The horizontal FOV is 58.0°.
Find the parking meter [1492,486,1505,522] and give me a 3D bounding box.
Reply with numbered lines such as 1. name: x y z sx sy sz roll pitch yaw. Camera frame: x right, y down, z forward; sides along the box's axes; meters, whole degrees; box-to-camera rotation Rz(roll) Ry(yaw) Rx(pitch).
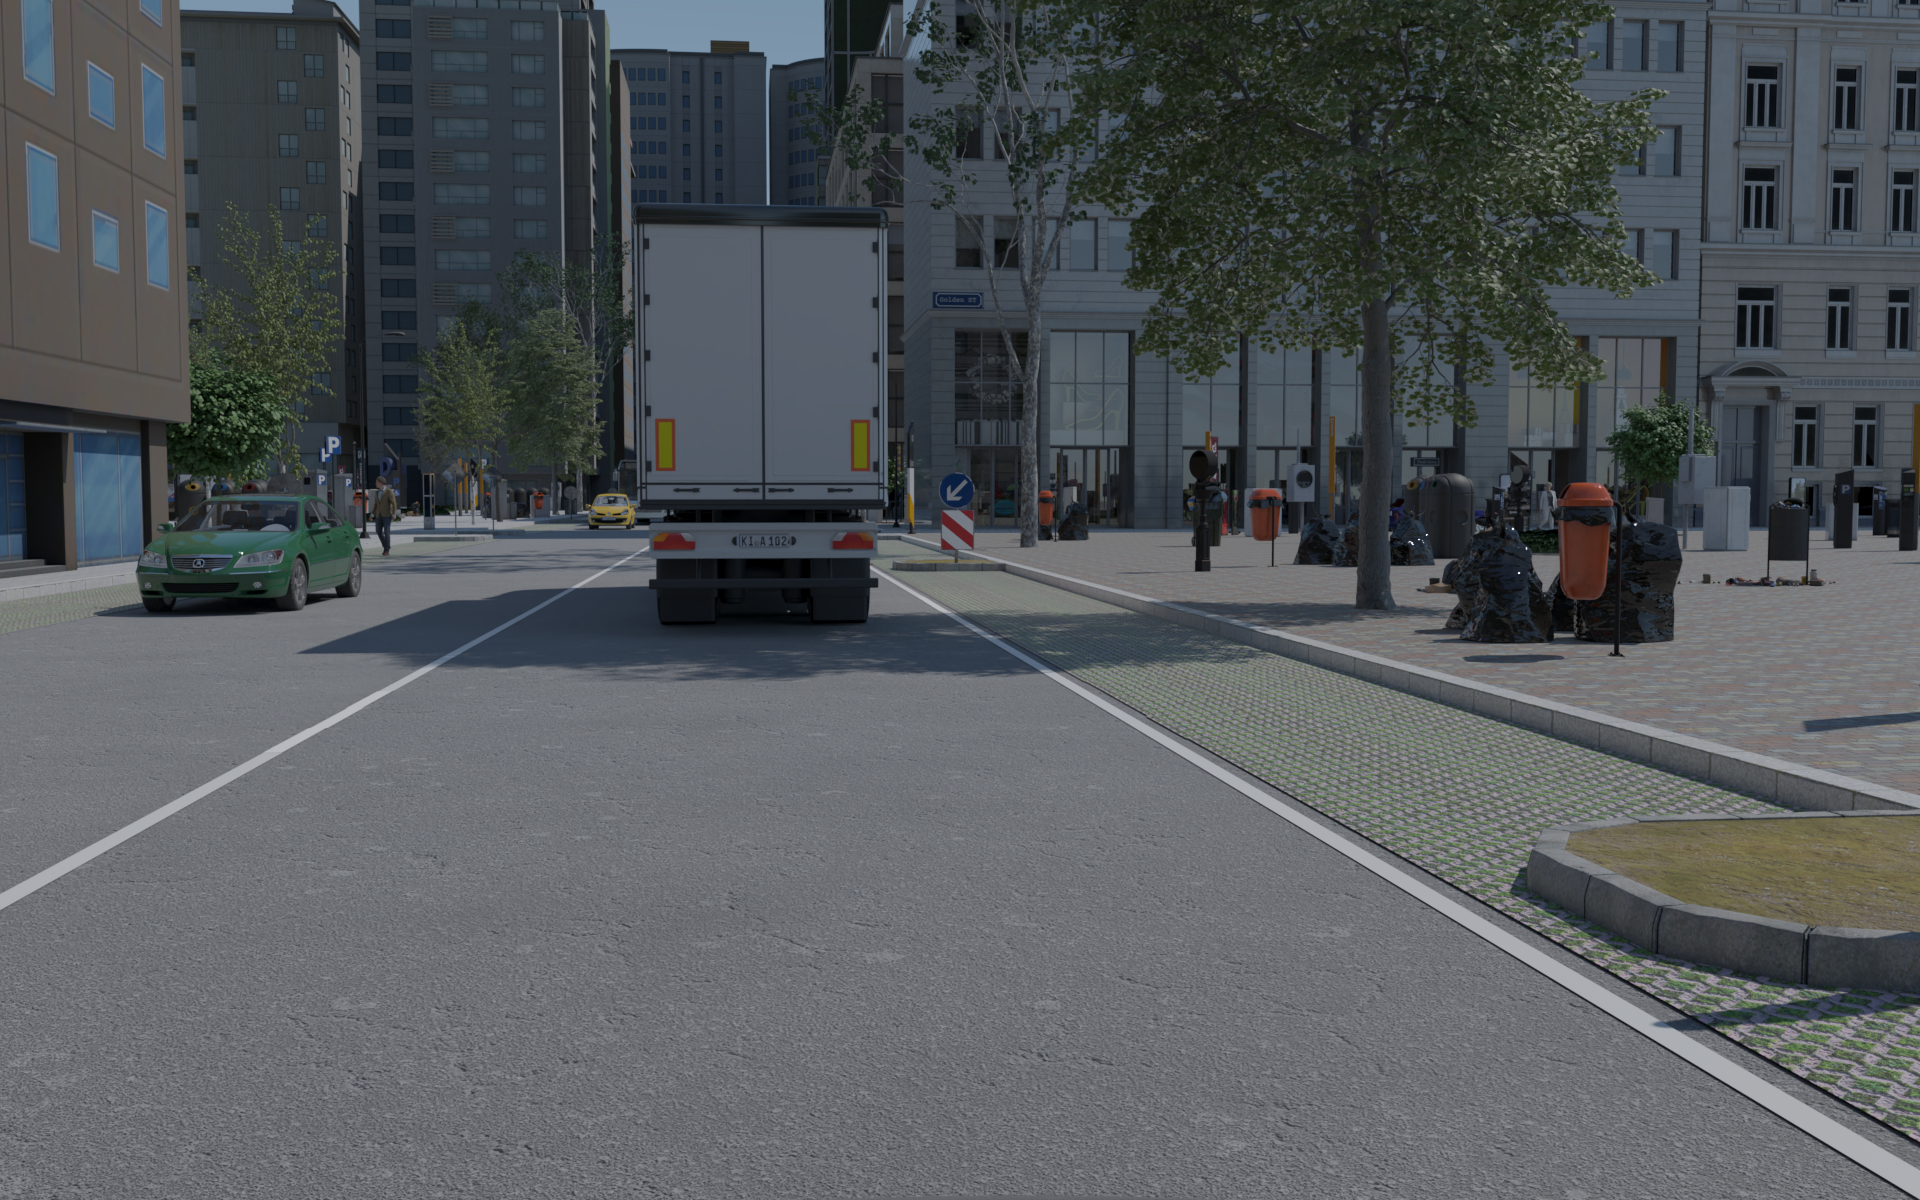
1. parking meter: 16.254 -2.683 52.276 0.372 1.533 0.369 0 3 0

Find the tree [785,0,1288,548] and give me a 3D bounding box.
1. tree: 2.175 -11.414 42.503 12.611 20.169 13.585 0 3 0

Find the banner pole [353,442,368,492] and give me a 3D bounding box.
1. banner pole: -28.766 -5.684 82.950 0.863 3.779 0.401 1 4 14

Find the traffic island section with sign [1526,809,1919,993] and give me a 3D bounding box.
1. traffic island section with sign: 3.078 0.168 5.881 1.989 1.847 2.006 0 4 -7

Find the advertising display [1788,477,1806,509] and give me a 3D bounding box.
1. advertising display: 32.166 -3.754 66.584 0.974 1.923 0.123 -2 4 -33

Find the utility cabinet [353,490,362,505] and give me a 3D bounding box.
1. utility cabinet: -29.831 -4.739 86.164 0.318 1.500 1.173 0 4 4

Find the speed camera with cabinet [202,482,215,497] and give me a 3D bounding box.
1. speed camera with cabinet: -35.794 -5.354 81.872 2.038 3.252 0.660 2 4 33

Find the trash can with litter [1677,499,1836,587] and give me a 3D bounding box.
1. trash can with litter: 11.338 -0.830 24.631 2.233 1.210 1.678 1 4 18

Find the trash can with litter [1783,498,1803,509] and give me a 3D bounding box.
1. trash can with litter: 24.001 -2.364 50.038 0.624 1.170 1.055 2 4 26

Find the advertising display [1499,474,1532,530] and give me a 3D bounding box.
1. advertising display: 17.388 -3.000 54.261 0.974 1.923 0.123 1 4 11

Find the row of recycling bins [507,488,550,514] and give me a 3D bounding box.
1. row of recycling bins: -27.493 -6.271 109.649 1.069 1.692 3.534 3 5 42

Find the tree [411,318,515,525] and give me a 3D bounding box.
1. tree: -20.359 -7.429 71.831 4.737 8.622 4.395 0 3 0

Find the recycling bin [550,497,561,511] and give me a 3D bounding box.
1. recycling bin: -31.369 -7.422 133.896 0.722 1.027 0.722 -3 5 -42

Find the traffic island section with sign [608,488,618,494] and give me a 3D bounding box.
1. traffic island section with sign: -22.537 -6.361 112.636 1.989 1.847 2.006 0 4 -7

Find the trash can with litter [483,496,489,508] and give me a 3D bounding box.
1. trash can with litter: -28.661 -5.746 105.342 1.055 1.170 0.624 1 4 11

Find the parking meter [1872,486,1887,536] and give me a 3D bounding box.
1. parking meter: 28.427 -2.759 53.514 0.372 1.533 0.369 0 3 0

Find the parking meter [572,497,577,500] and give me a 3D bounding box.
1. parking meter: -26.406 -6.733 118.491 0.372 1.533 0.369 0 3 0

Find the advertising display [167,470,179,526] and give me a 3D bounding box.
1. advertising display: -21.120 -2.478 45.735 0.974 1.923 0.123 1 4 8

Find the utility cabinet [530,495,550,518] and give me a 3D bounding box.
1. utility cabinet: -22.943 -5.106 94.648 1.020 1.237 0.306 -2 4 -26

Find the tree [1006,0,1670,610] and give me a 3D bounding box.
1. tree: 4.245 -6.168 18.969 7.486 12.596 7.792 0 3 0

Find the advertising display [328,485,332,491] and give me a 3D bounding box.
1. advertising display: -45.787 -7.428 126.667 0.974 1.923 0.123 2 4 25

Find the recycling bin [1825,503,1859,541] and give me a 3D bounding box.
1. recycling bin: 24.446 -2.169 48.024 0.722 1.027 0.722 1 4 19

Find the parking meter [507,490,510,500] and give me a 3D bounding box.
1. parking meter: -25.510 -5.452 97.557 0.372 1.533 0.369 0 3 0

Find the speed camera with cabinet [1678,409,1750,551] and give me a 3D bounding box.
1. speed camera with cabinet: 17.298 -2.776 39.728 0.660 3.252 2.038 -1 4 -8

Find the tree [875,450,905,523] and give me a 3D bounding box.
1. tree: -3.091 -4.974 75.929 1.663 3.219 1.824 0 3 0

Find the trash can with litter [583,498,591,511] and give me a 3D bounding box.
1. trash can with litter: -28.322 -7.267 130.205 1.055 1.170 0.624 -3 5 -43

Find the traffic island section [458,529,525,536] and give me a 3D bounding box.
1. traffic island section: -16.502 -2.380 61.186 2.009 0.180 2.903 0 4 -7

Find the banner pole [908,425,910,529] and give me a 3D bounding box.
1. banner pole: -1.767 -4.465 63.018 0.401 3.779 0.863 1 4 9

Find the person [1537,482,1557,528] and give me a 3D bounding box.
1. person: 20.488 -3.184 60.431 0.514 1.842 0.818 -2 4 -25

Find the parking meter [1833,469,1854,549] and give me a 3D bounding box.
1. parking meter: 20.807 -2.147 40.816 0.399 1.863 0.255 1 4 11

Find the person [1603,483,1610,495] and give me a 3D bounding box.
1. person: 22.102 -3.122 59.726 0.592 1.802 0.473 1 4 21

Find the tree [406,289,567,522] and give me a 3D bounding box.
1. tree: -21.524 -8.868 79.411 7.601 10.594 8.767 0 4 -2

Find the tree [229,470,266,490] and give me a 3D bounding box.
1. tree: -33.348 -5.311 81.435 1.663 3.219 1.824 0 3 0

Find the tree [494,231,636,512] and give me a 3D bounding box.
1. tree: -25.560 -16.320 122.719 12.611 20.169 13.585 0 3 0

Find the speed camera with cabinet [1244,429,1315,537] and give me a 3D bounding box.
1. speed camera with cabinet: 9.627 -3.536 52.154 2.038 3.252 0.660 -1 4 -14

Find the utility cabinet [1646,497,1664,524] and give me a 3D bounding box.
1. utility cabinet: 13.169 -1.326 32.835 0.306 1.237 1.020 1 4 20

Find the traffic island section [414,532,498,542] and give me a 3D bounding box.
1. traffic island section: -15.521 -1.895 53.261 2.009 0.180 2.903 0 4 -7

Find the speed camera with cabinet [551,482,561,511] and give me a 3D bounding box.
1. speed camera with cabinet: -31.515 -8.433 132.212 2.038 3.252 0.660 0 4 -5

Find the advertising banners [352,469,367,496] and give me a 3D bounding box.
1. advertising banners: -44.691 -8.034 127.544 2.074 3.025 0.090 0 4 1

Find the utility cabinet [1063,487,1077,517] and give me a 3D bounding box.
1. utility cabinet: 3.349 -2.704 52.896 0.318 1.500 1.173 1 4 9

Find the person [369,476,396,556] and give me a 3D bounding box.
1. person: -13.433 -1.952 40.323 0.656 1.842 0.836 -1 4 -8

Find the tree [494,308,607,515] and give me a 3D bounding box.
1. tree: -25.226 -11.491 105.999 7.486 12.596 7.792 0 3 0

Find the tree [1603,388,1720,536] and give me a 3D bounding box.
1. tree: 21.785 -4.289 53.831 4.285 4.588 4.351 0 3 0

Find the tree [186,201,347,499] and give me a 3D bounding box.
1. tree: -17.123 -5.675 43.144 4.737 8.622 4.395 0 3 0

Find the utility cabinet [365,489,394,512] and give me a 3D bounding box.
1. utility cabinet: -27.149 -4.436 81.201 1.173 1.500 0.318 1 4 14

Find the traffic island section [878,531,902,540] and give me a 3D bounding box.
1. traffic island section: -2.974 -1.989 54.803 2.009 0.180 2.903 0 4 -7

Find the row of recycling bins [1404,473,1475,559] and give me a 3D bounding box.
1. row of recycling bins: 9.970 -1.765 35.970 1.069 1.692 3.534 0 4 4

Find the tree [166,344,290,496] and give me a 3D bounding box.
1. tree: -16.294 -3.313 37.888 4.285 4.588 4.351 0 3 0

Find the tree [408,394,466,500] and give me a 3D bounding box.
1. tree: -38.579 -10.813 127.155 4.360 8.622 3.978 0 3 0

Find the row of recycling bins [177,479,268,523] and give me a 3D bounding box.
1. row of recycling bins: -20.114 -2.526 48.406 3.534 1.692 1.069 0 4 0

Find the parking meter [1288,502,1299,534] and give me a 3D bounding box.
1. parking meter: 10.813 -3.083 56.112 0.255 1.863 0.399 0 4 -5

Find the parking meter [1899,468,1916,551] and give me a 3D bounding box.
1. parking meter: 21.386 -2.043 39.107 0.255 1.863 0.399 1 4 23

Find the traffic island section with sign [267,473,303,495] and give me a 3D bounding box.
1. traffic island section with sign: -12.583 -1.434 32.079 1.989 1.847 2.006 0 4 -7

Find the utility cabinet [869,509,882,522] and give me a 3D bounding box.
1. utility cabinet: -3.913 -4.226 80.258 0.306 1.237 1.020 -2 4 -26

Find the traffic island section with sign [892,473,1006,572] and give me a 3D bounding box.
1. traffic island section with sign: -0.256 -1.477 32.772 1.989 1.847 2.006 0 4 -7

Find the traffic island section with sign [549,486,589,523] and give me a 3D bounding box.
1. traffic island section with sign: -19.203 -4.710 85.644 1.989 1.847 2.006 0 4 -7

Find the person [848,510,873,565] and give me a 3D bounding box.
1. person: -2.105 -1.603 34.810 0.635 1.810 0.391 2 4 28
